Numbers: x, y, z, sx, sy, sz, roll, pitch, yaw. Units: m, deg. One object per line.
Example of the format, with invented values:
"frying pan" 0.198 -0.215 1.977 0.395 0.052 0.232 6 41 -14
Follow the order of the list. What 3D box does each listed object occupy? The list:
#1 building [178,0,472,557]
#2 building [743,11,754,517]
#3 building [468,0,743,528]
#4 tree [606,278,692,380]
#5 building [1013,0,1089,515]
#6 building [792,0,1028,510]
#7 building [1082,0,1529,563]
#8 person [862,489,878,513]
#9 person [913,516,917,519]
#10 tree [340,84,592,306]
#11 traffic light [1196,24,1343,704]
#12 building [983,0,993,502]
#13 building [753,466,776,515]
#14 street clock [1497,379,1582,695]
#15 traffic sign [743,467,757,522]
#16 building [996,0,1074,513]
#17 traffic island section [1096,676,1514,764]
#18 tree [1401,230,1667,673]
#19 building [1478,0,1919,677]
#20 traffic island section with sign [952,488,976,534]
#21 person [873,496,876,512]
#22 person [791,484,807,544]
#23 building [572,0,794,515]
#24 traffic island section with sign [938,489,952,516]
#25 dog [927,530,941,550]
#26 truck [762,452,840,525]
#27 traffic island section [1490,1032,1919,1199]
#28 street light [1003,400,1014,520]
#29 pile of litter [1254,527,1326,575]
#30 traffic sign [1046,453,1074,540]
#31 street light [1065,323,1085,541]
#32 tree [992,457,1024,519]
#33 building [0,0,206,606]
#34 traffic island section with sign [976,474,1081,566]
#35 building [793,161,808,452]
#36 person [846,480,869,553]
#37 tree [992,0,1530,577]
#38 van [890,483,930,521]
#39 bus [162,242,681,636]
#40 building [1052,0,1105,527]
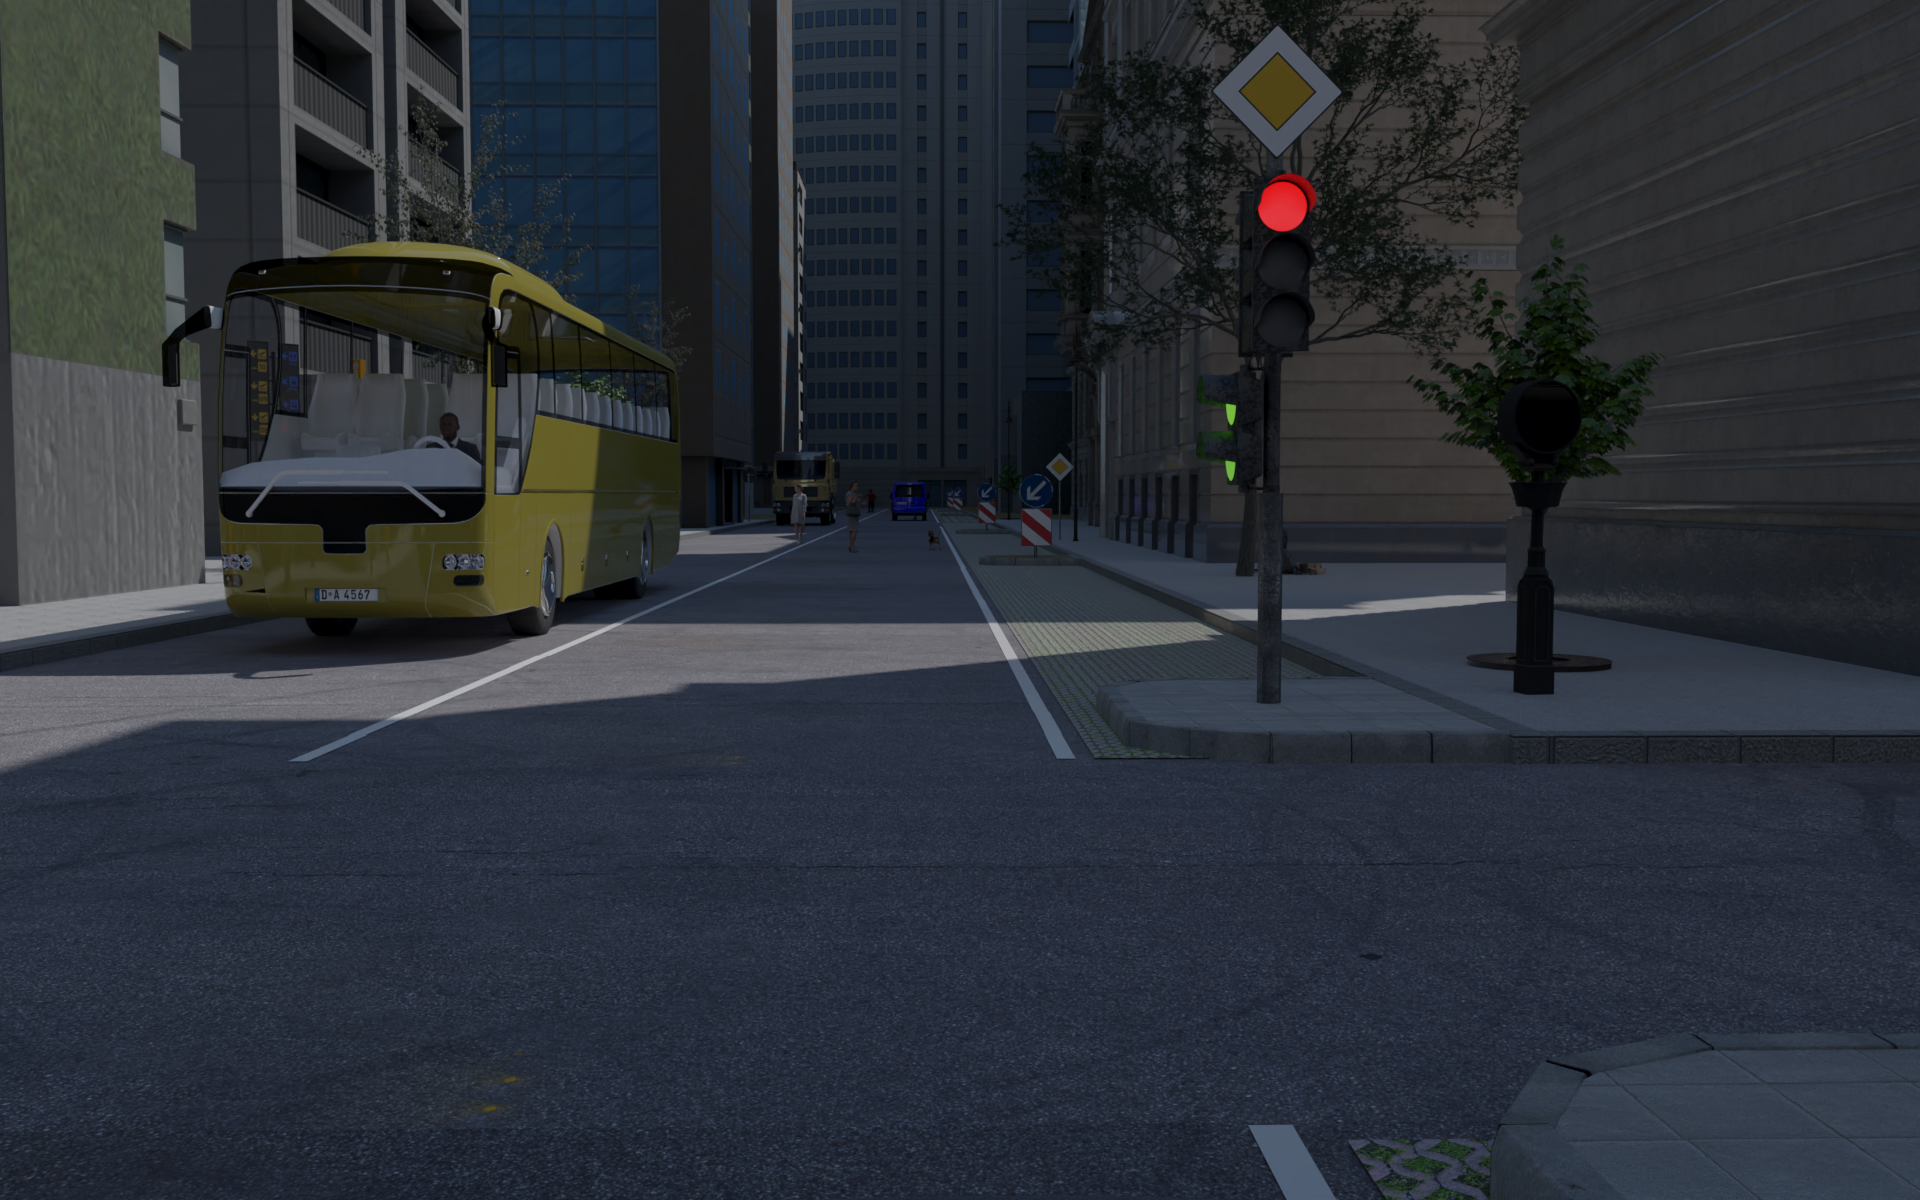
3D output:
"building" -21.952 -37.018 43.491 20.563 71.187 20.611 0 4 -1
"building" -18.803 -19.602 92.201 14.160 30.474 14.107 0 4 -1
"building" -16.160 -25.667 69.768 14.600 45.320 14.200 0 4 -1
"tree" -11.084 -6.628 58.733 4.360 8.622 3.978 0 3 0
"building" 15.107 -48.208 100.865 22.319 86.520 31.000 0 4 -1
"building" -7.950 -38.991 179.501 28.212 58.520 21.231 0 4 -1
"building" 10.579 -15.606 41.070 13.634 28.700 20.117 0 4 -1
"person" -6.831 -7.554 131.950 1.348 1.831 0.705 -2 4 -28
"person" -2.632 -5.252 97.608 0.697 1.427 0.421 1 4 20
"tree" -9.166 -5.005 32.188 4.360 8.622 3.978 0 3 0
"traffic light" 1.882 -1.322 10.543 0.839 4.253 0.868 0 4 -1
"building" 9.448 -30.782 153.398 14.600 45.320 14.200 0 4 -1
"building" -27.208 -25.618 110.743 32.217 40.220 23.993 0 4 -1
"street clock" 3.695 -0.399 11.096 0.471 2.002 0.358 -1 4 -10
"traffic sign" -9.850 -4.939 80.855 0.768 2.556 0.104 1 4 8
"building" 12.974 -36.050 131.412 21.231 58.520 28.212 0 4 -1
"traffic island section" 1.922 0.711 10.658 2.009 0.180 2.903 0 4 -1
"tree" 4.400 -1.109 12.742 1.663 3.219 1.824 0 3 0
"building" 15.890 -11.415 15.521 19.941 23.489 11.050 0 4 -1
"traffic island section with sign" 0.830 -3.277 62.200 1.989 1.847 2.006 0 4 -1
"person" -7.089 -7.905 141.009 0.557 1.426 1.065 2 4 34
"person" -4.674 -2.501 50.134 0.466 1.731 0.760 -1 4 -10
"building" -19.953 -29.341 129.835 14.600 45.320 14.200 0 4 -1
"traffic island section with sign" -0.275 -6.391 113.119 1.989 1.847 2.006 0 4 -1
"dog" -0.669 -1.526 44.242 0.540 0.507 0.406 2 4 26
"truck" -7.232 -5.213 81.162 3.469 3.379 9.791 0 4 -2
"traffic island section" 2.093 1.199 2.675 2.009 0.180 2.903 0 4 -1
"street light" 2.395 -6.864 85.018 0.468 5.910 1.993 0 4 -1
"pile of litter" 5.326 -0.871 28.203 1.176 0.858 1.719 0 4 -2
"traffic sign" 2.790 -2.888 48.396 0.795 2.450 0.064 0 4 4
"street light" 3.144 -4.535 46.930 0.468 5.910 1.993 0 4 -1
"tree" 2.445 -5.739 88.431 1.663 3.219 1.824 0 3 0
"building" -17.736 -20.374 16.708 14.154 41.232 14.086 0 4 -1
"traffic island section with sign" 1.393 -1.628 35.251 1.989 1.847 2.006 0 4 -1
"building" -20.654 -23.316 152.914 14.107 30.474 14.160 0 4 -1
"person" -2.563 -2.057 42.495 0.532 1.782 0.716 1 4 16
"tree" 4.564 -5.626 26.402 8.767 10.594 7.601 -2 4 -23
"van" -2.735 -5.481 93.994 2.240 2.365 5.245 0 4 -1
"bus" -5.451 -1.788 20.779 2.896 3.916 12.252 0 4 -1
"building" 11.010 -15.260 68.578 14.460 24.649 34.723 0 4 -1
